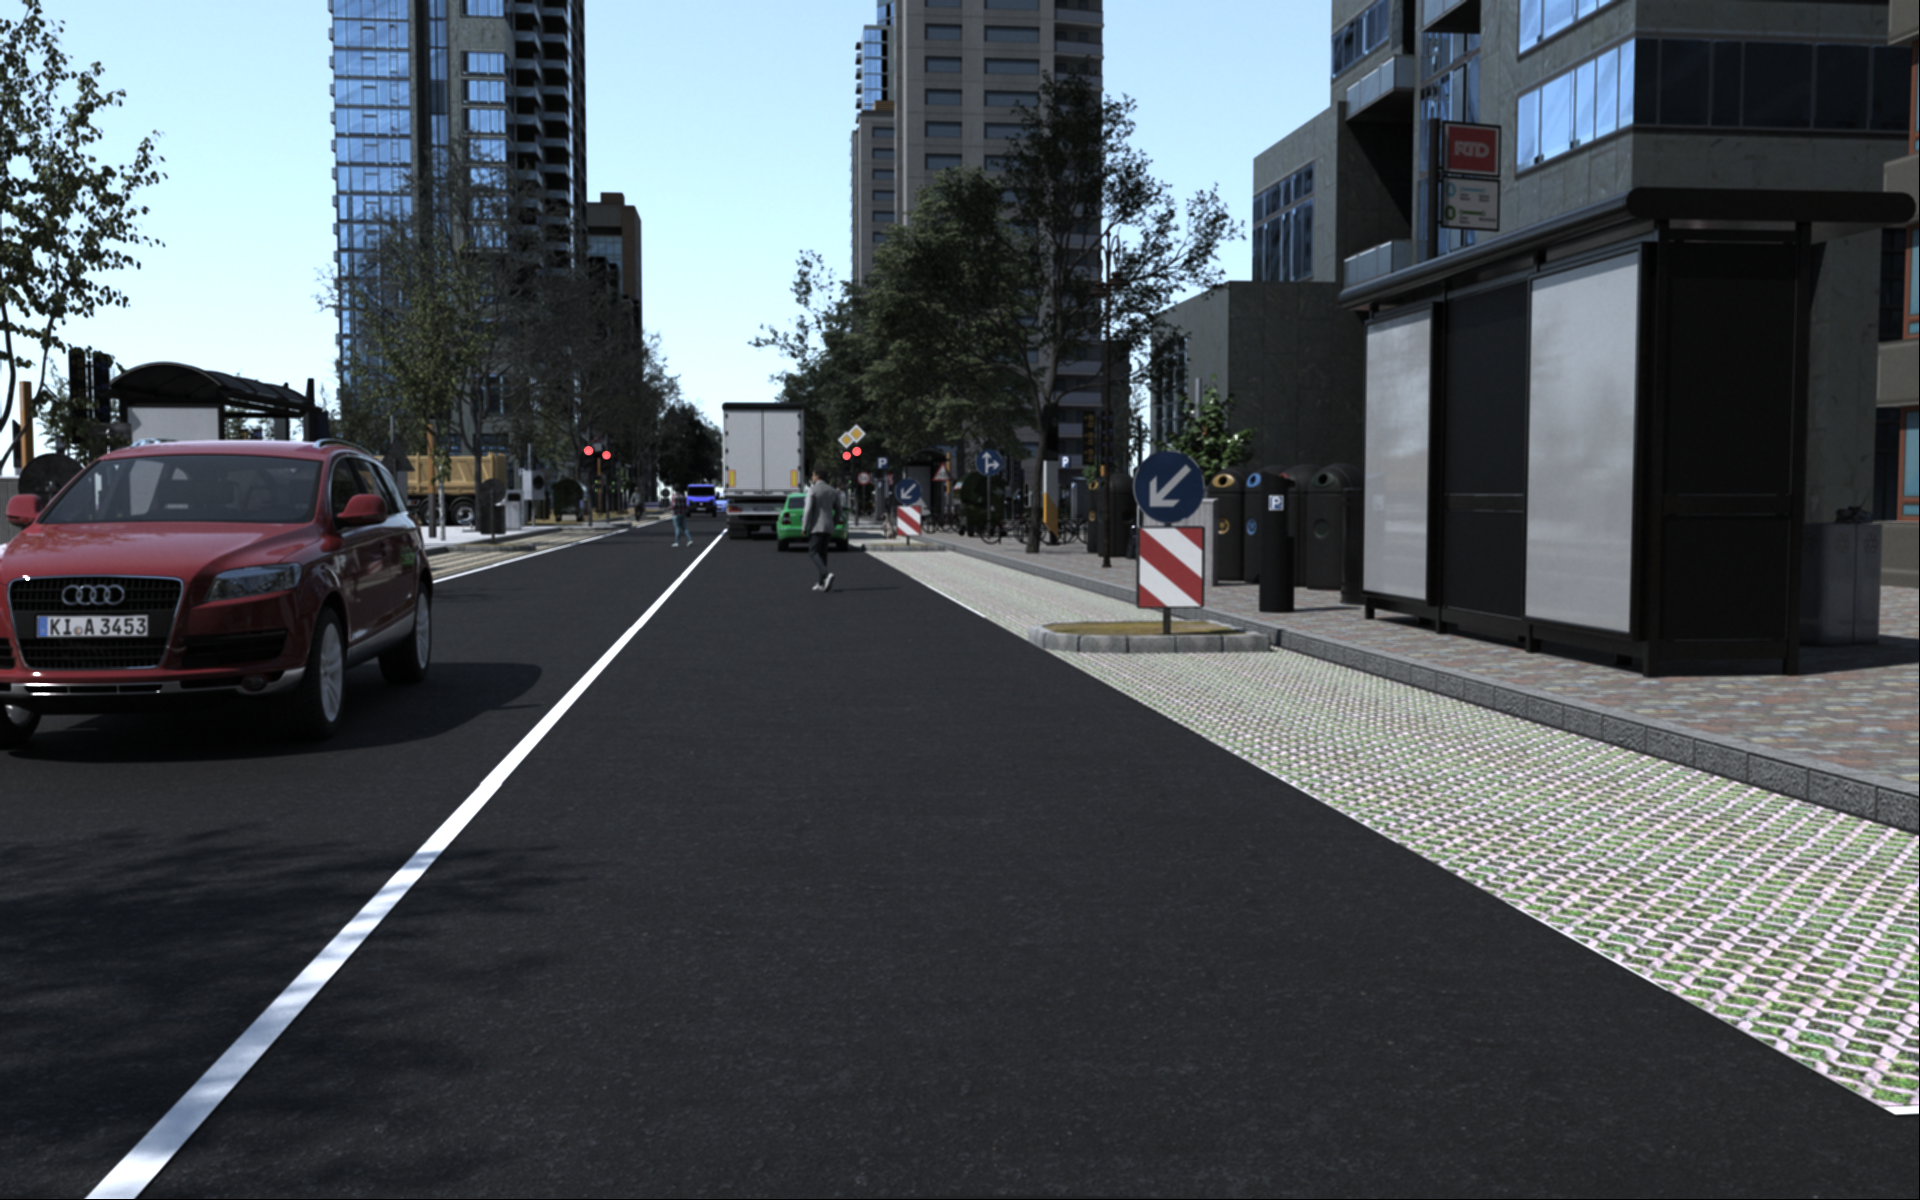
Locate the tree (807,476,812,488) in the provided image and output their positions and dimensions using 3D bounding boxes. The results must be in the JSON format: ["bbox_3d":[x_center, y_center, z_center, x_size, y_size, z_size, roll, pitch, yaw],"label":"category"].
[{"bbox_3d":[-18.230,-17.405,210.328,9.928,11.665,9.643,0,3,0],"label":"tree"}]

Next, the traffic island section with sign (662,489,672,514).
[{"bbox_3d":[-21.212,-7.131,125.216,1.989,1.847,2.006,0,4,-7],"label":"traffic island section with sign"}]

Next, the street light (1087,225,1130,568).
[{"bbox_3d":[2.567,-3.506,30.111,0.468,5.910,1.993,0,4,-7],"label":"street light"}]

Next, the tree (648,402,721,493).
[{"bbox_3d":[-34.044,-18.065,212.367,9.611,12.733,9.660,0,3,0],"label":"tree"}]

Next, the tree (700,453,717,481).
[{"bbox_3d":[-40.377,-20.154,263.927,7.601,10.594,8.767,2,4,27],"label":"tree"}]

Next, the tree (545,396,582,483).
[{"bbox_3d":[-28.071,-10.376,120.006,4.737,8.622,4.395,0,3,0],"label":"tree"}]

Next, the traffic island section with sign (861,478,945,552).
[{"bbox_3d":[-1.474,-2.147,43.735,1.989,1.847,2.006,0,4,-7],"label":"traffic island section with sign"}]

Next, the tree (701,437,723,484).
[{"bbox_3d":[-43.864,-22.567,294.720,9.928,11.665,9.643,0,3,0],"label":"tree"}]

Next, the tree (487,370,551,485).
[{"bbox_3d":[-25.765,-9.276,102.030,4.360,8.622,3.978,0,3,0],"label":"tree"}]

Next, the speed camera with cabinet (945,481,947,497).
[{"bbox_3d":[-1.844,-9.032,142.013,2.038,3.252,0.660,1,4,21],"label":"speed camera with cabinet"}]

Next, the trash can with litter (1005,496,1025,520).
[{"bbox_3d":[2.502,-4.237,80.667,0.624,1.170,1.055,3,5,43],"label":"trash can with litter"}]

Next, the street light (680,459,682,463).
[{"bbox_3d":[-31.065,-13.456,192.788,0.468,5.910,1.993,0,4,-7],"label":"street light"}]

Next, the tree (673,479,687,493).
[{"bbox_3d":[-30.887,-11.946,189.915,1.663,3.219,1.824,0,3,0],"label":"tree"}]

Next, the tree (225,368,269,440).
[{"bbox_3d":[-42.900,-9.270,101.921,4.737,8.622,4.395,0,3,0],"label":"tree"}]

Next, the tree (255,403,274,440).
[{"bbox_3d":[-50.557,-10.889,128.398,4.360,8.622,3.978,0,3,0],"label":"tree"}]

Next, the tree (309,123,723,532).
[{"bbox_3d":[-16.454,-9.063,58.544,12.009,13.543,11.850,0,3,0],"label":"tree"}]

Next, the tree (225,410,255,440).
[{"bbox_3d":[-47.377,-9.648,108.114,4.360,8.622,3.978,0,3,0],"label":"tree"}]

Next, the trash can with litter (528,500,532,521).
[{"bbox_3d":[-20.436,-4.262,81.074,0.624,1.170,1.055,-3,4,-37],"label":"trash can with litter"}]

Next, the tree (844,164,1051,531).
[{"bbox_3d":[-0.332,-8.704,60.438,7.486,12.596,7.792,0,3,0],"label":"tree"}]

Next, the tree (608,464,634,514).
[{"bbox_3d":[-22.003,-7.185,112.080,1.663,3.219,1.824,0,3,0],"label":"tree"}]

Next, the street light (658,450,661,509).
[{"bbox_3d":[-26.518,-11.028,153.094,0.468,5.910,1.993,0,4,-7],"label":"street light"}]

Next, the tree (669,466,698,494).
[{"bbox_3d":[-31.609,-13.103,197.939,4.285,4.588,4.351,0,3,0],"label":"tree"}]

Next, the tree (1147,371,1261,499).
[{"bbox_3d":[4.001,-2.003,27.349,1.663,3.219,1.824,0,3,0],"label":"tree"}]

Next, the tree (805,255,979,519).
[{"bbox_3d":[-3.387,-11.247,90.538,9.857,13.997,8.962,0,3,0],"label":"tree"}]

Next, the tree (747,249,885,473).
[{"bbox_3d":[-9.769,-17.090,135.315,12.611,20.169,13.585,0,3,0],"label":"tree"}]

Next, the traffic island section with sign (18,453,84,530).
[{"bbox_3d":[-8.541,-0.451,16.000,1.989,1.847,2.006,0,4,-7],"label":"traffic island section with sign"}]

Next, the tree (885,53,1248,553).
[{"bbox_3d":[1.817,-6.279,37.071,7.601,10.594,8.767,3,5,41],"label":"tree"}]

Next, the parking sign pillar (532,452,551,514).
[{"bbox_3d":[-26.761,-7.441,110.140,1.447,3.967,1.447,0,4,8],"label":"parking sign pillar"}]

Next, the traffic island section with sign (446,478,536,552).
[{"bbox_3d":[-11.719,-2.129,43.431,1.989,1.847,2.006,0,4,-7],"label":"traffic island section with sign"}]

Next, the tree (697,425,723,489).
[{"bbox_3d":[-44.537,-24.623,309.245,9.857,13.997,8.962,0,3,0],"label":"tree"}]

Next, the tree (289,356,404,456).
[{"bbox_3d":[-32.097,-8.521,89.679,4.360,8.622,3.978,0,3,0],"label":"tree"}]

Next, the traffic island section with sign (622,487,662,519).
[{"bbox_3d":[-18.084,-5.477,98.183,1.989,1.847,2.006,0,4,-7],"label":"traffic island section with sign"}]

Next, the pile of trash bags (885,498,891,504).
[{"bbox_3d":[-6.352,-8.112,142.387,3.447,1.369,1.912,0,4,-4],"label":"pile of trash bags"}]

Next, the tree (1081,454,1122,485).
[{"bbox_3d":[11.359,-9.465,138.458,4.285,4.588,4.351,0,3,0],"label":"tree"}]

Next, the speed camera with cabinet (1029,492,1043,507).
[{"bbox_3d":[5.598,-7.578,118.242,2.038,3.252,0.660,-1,4,-16],"label":"speed camera with cabinet"}]

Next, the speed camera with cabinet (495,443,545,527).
[{"bbox_3d":[-17.002,-4.441,66.944,0.660,3.252,2.038,2,4,34],"label":"speed camera with cabinet"}]

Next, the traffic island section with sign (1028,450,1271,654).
[{"bbox_3d":[1.699,-0.476,16.417,1.989,1.847,2.006,0,4,-7],"label":"traffic island section with sign"}]

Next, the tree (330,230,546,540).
[{"bbox_3d":[-14.492,-5.940,47.486,4.737,8.622,4.395,0,3,0],"label":"tree"}]

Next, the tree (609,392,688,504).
[{"bbox_3d":[-26.556,-13.002,146.992,7.601,10.594,8.767,-1,4,-10],"label":"tree"}]

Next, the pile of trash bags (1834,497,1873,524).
[{"bbox_3d":[16.093,-1.225,29.776,1.912,1.369,3.447,3,5,41],"label":"pile of trash bags"}]

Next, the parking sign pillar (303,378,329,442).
[{"bbox_3d":[-15.226,-3.209,40.938,1.447,3.967,1.447,-2,4,-26],"label":"parking sign pillar"}]

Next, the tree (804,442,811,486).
[{"bbox_3d":[-27.295,-23.030,294.668,7.486,12.596,7.792,0,3,0],"label":"tree"}]

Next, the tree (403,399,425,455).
[{"bbox_3d":[-32.290,-9.023,97.895,4.360,8.622,3.978,0,3,0],"label":"tree"}]

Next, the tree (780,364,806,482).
[{"bbox_3d":[-11.776,-15.409,158.594,9.857,13.997,8.962,0,3,0],"label":"tree"}]

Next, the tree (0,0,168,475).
[{"bbox_3d":[-12.000,-4.348,21.452,4.737,8.622,4.395,0,3,0],"label":"tree"}]

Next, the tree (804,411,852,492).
[{"bbox_3d":[-10.537,-11.901,144.937,4.737,8.622,4.395,0,3,0],"label":"tree"}]

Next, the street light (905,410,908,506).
[{"bbox_3d":[-2.140,-5.899,69.228,0.468,5.910,1.993,0,4,-7],"label":"street light"}]

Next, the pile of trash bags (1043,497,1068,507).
[{"bbox_3d":[7.055,-7.090,125.674,1.912,1.369,3.447,-1,4,-20],"label":"pile of trash bags"}]

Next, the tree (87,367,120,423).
[{"bbox_3d":[-47.080,-8.995,97.432,4.360,8.622,3.978,0,3,0],"label":"tree"}]

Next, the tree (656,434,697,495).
[{"bbox_3d":[-30.344,-14.297,184.117,4.737,8.622,4.395,0,3,0],"label":"tree"}]

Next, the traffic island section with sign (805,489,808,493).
[{"bbox_3d":[-11.105,-7.220,126.668,1.989,1.847,2.006,0,4,-7],"label":"traffic island section with sign"}]

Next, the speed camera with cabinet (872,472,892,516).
[{"bbox_3d":[-4.696,-6.590,102.079,0.660,3.252,2.038,-1,4,-15],"label":"speed camera with cabinet"}]

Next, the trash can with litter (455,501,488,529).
[{"bbox_3d":[-17.378,-3.214,63.600,1.678,1.210,2.233,-3,5,-43],"label":"trash can with litter"}]

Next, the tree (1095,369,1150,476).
[{"bbox_3d":[9.560,-9.112,99.347,4.360,8.622,3.978,0,3,0],"label":"tree"}]

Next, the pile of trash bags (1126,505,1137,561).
[{"bbox_3d":[4.945,-1.470,33.784,3.447,1.369,1.912,1,4,8],"label":"pile of trash bags"}]

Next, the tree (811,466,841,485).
[{"bbox_3d":[-13.346,-11.653,174.241,4.285,4.588,4.351,0,3,0],"label":"tree"}]
